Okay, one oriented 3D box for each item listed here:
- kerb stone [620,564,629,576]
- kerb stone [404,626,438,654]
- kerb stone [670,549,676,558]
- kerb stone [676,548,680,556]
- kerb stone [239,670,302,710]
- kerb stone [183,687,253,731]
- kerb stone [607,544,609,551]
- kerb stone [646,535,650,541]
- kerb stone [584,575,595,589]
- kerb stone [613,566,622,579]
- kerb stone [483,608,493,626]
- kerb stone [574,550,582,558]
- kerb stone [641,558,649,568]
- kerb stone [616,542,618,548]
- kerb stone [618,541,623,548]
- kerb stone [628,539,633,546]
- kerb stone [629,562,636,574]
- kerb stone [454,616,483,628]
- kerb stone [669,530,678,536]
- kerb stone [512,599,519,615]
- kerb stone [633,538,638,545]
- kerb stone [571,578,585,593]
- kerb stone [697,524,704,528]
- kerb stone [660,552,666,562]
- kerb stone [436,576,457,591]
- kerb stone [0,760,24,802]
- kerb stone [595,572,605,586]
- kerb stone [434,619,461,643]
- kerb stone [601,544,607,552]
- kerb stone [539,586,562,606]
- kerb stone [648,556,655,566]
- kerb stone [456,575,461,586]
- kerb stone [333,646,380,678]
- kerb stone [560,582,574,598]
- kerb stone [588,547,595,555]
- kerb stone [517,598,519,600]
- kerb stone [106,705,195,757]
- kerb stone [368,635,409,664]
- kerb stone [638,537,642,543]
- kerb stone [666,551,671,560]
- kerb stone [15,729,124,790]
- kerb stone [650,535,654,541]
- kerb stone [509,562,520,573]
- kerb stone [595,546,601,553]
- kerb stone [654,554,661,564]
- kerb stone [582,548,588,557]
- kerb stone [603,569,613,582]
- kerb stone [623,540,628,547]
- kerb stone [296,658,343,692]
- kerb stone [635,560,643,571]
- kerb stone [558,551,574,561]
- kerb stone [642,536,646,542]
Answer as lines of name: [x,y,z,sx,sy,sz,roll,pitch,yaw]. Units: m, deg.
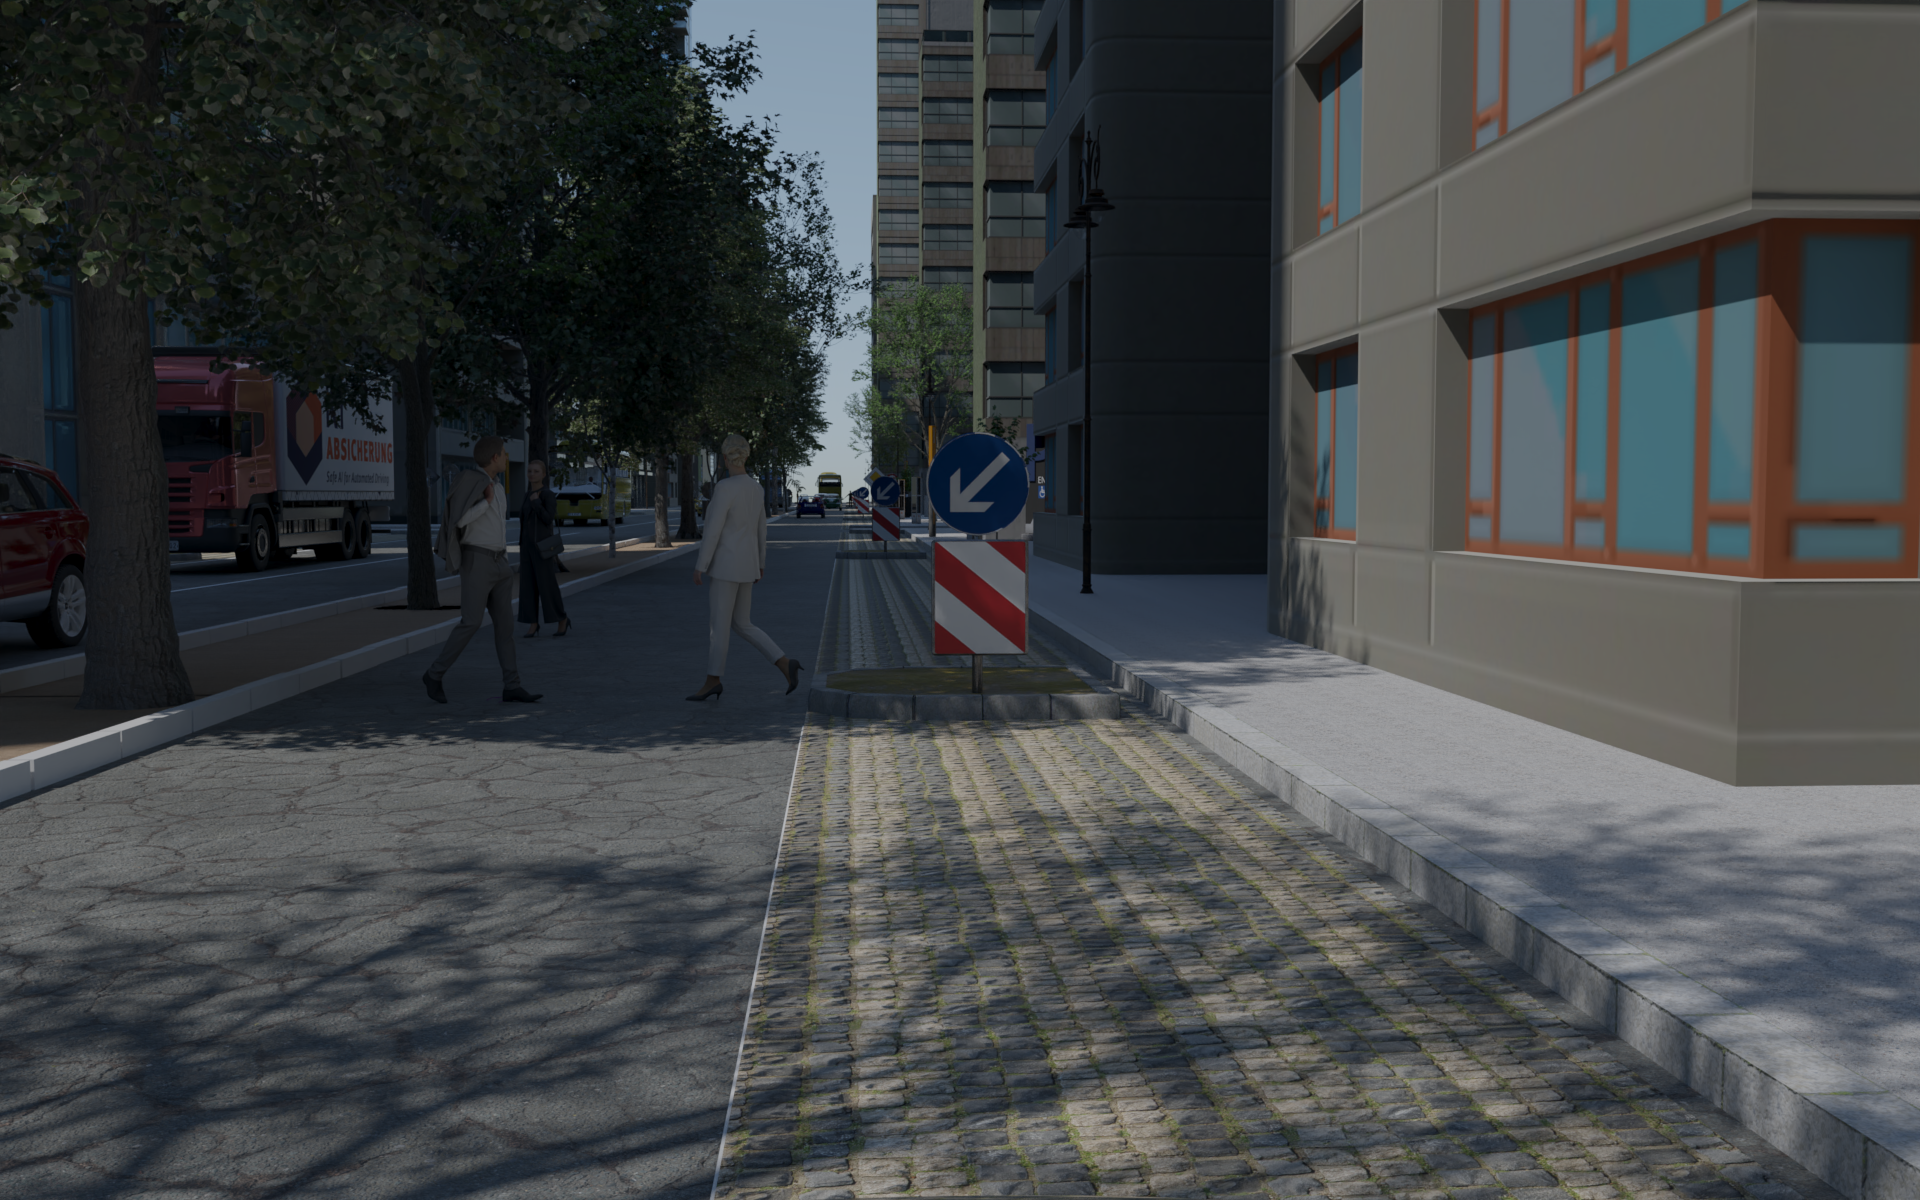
kerb stone: [-5.961,-0.497,30.338,0.120,0.150,1.000,0,4,-4]
kerb stone: [-5.034,0.378,16.016,0.120,0.150,1.000,0,4,-4]
kerb stone: [-6.493,-0.999,38.523,0.120,0.150,1.000,0,4,-4]
kerb stone: [-6.556,-1.058,39.545,0.120,0.150,1.000,0,4,-4]
kerb stone: [-4.773,0.628,11.935,0.120,0.150,1.000,0,4,-4]
kerb stone: [-4.705,0.693,10.914,0.120,0.150,1.000,0,4,-4]
kerb stone: [-8.925,-1.298,43.518,0.120,0.150,1.000,0,4,-4]
kerb stone: [-9.452,-1.804,51.690,0.120,0.150,1.000,0,4,-4]
kerb stone: [-5.699,-0.247,26.240,0.120,0.150,1.000,0,4,-4]
kerb stone: [-5.898,-0.436,29.318,0.120,0.150,1.000,0,4,-4]
kerb stone: [-5.238,0.192,19.076,0.120,0.150,1.000,0,4,-4]
kerb stone: [-8.587,-0.992,38.409,0.120,0.150,1.000,0,4,-4]
kerb stone: [-6.165,-0.681,33.411,0.120,0.150,1.000,0,4,-4]
kerb stone: [-8.987,-1.366,44.538,0.120,0.150,1.000,0,4,-4]
kerb stone: [-9.059,-1.426,45.557,0.120,0.150,1.000,0,4,-4]
kerb stone: [-9.180,-1.551,47.600,0.120,0.150,1.000,0,4,-4]
kerb stone: [-6.028,-0.561,31.365,0.120,0.150,1.000,0,4,-4]
kerb stone: [-5.167,0.253,18.056,0.120,0.150,1.000,0,4,-4]
kerb stone: [-10.052,-2.367,60.888,0.120,0.150,1.000,0,4,-4]
kerb stone: [-5.299,0.128,20.098,0.120,0.150,1.000,0,4,-4]
kerb stone: [-9.246,-1.614,48.621,0.120,0.150,1.000,0,4,-4]
kerb stone: [-5.636,-0.185,25.218,0.120,0.150,1.000,0,4,-4]
kerb stone: [-10.817,-3.089,72.737,0.120,0.150,1.000,0,4,-4]
kerb stone: [-6.354,-0.873,36.476,0.120,0.150,1.000,0,4,-4]
kerb stone: [-7.796,-0.238,26.132,0.120,0.150,1.000,0,4,-4]
kerb stone: [-4.508,0.878,7.847,0.120,0.150,1.000,0,4,-4]
kerb stone: [-5.760,-0.305,27.268,0.120,0.150,1.000,0,4,-4]
kerb stone: [-5.099,0.321,17.036,0.120,0.150,1.000,0,4,-4]
kerb stone: [-8.859,-1.239,42.494,0.120,0.150,1.000,0,4,-4]
kerb stone: [-5.507,-0.059,23.166,0.120,0.150,1.000,0,4,-4]
kerb stone: [-6.231,-0.744,34.431,0.120,0.150,1.000,0,4,-4]
kerb stone: [-7.864,-0.303,27.152,0.120,0.150,1.000,0,4,-4]
kerb stone: [-4.900,0.507,13.976,0.120,0.150,1.000,0,4,-4]
kerb stone: [-5.562,-0.116,24.191,0.120,0.150,1.000,0,4,-4]
kerb stone: [-8.728,-1.111,40.454,0.120,0.150,1.000,0,4,-4]
kerb stone: [-5.369,0.066,21.118,0.120,0.150,1.000,0,4,-4]
kerb stone: [-4.636,0.753,9.887,0.120,0.150,1.000,0,4,-4]
kerb stone: [-4.981,0.442,14.995,0.120,0.150,1.000,0,4,-4]
kerb stone: [-9.315,-1.679,49.641,0.120,0.150,1.000,0,4,-4]
kerb stone: [-6.429,-0.932,37.502,0.120,0.150,1.000,0,4,-4]
kerb stone: [-4.567,0.815,8.867,0.120,0.150,1.000,0,4,-4]
kerb stone: [-9.517,-1.867,52.715,0.120,0.150,1.000,0,4,-4]
kerb stone: [-8.195,-0.616,32.263,0.120,0.150,1.000,0,4,-4]
kerb stone: [-8.795,-1.179,41.473,0.120,0.150,1.000,0,4,-4]
kerb stone: [-6.296,-0.805,35.455,0.120,0.150,1.000,0,4,-4]
kerb stone: [-8.659,-1.052,39.429,0.120,0.150,1.000,0,4,-4]
kerb stone: [-5.832,-0.373,28.288,0.120,0.150,1.000,0,4,-4]
kerb stone: [-9.126,-1.491,46.579,0.120,0.150,1.000,0,4,-4]
kerb stone: [-4.842,0.575,12.956,0.120,0.150,1.000,0,4,-4]
kerb stone: [-6.098,-0.620,32.391,0.120,0.150,1.000,0,4,-4]
kerb stone: [-8.524,-0.928,37.383,0.120,0.150,1.000,0,4,-4]
kerb stone: [-9.384,-1.741,50.661,0.120,0.150,1.000,0,4,-4]
